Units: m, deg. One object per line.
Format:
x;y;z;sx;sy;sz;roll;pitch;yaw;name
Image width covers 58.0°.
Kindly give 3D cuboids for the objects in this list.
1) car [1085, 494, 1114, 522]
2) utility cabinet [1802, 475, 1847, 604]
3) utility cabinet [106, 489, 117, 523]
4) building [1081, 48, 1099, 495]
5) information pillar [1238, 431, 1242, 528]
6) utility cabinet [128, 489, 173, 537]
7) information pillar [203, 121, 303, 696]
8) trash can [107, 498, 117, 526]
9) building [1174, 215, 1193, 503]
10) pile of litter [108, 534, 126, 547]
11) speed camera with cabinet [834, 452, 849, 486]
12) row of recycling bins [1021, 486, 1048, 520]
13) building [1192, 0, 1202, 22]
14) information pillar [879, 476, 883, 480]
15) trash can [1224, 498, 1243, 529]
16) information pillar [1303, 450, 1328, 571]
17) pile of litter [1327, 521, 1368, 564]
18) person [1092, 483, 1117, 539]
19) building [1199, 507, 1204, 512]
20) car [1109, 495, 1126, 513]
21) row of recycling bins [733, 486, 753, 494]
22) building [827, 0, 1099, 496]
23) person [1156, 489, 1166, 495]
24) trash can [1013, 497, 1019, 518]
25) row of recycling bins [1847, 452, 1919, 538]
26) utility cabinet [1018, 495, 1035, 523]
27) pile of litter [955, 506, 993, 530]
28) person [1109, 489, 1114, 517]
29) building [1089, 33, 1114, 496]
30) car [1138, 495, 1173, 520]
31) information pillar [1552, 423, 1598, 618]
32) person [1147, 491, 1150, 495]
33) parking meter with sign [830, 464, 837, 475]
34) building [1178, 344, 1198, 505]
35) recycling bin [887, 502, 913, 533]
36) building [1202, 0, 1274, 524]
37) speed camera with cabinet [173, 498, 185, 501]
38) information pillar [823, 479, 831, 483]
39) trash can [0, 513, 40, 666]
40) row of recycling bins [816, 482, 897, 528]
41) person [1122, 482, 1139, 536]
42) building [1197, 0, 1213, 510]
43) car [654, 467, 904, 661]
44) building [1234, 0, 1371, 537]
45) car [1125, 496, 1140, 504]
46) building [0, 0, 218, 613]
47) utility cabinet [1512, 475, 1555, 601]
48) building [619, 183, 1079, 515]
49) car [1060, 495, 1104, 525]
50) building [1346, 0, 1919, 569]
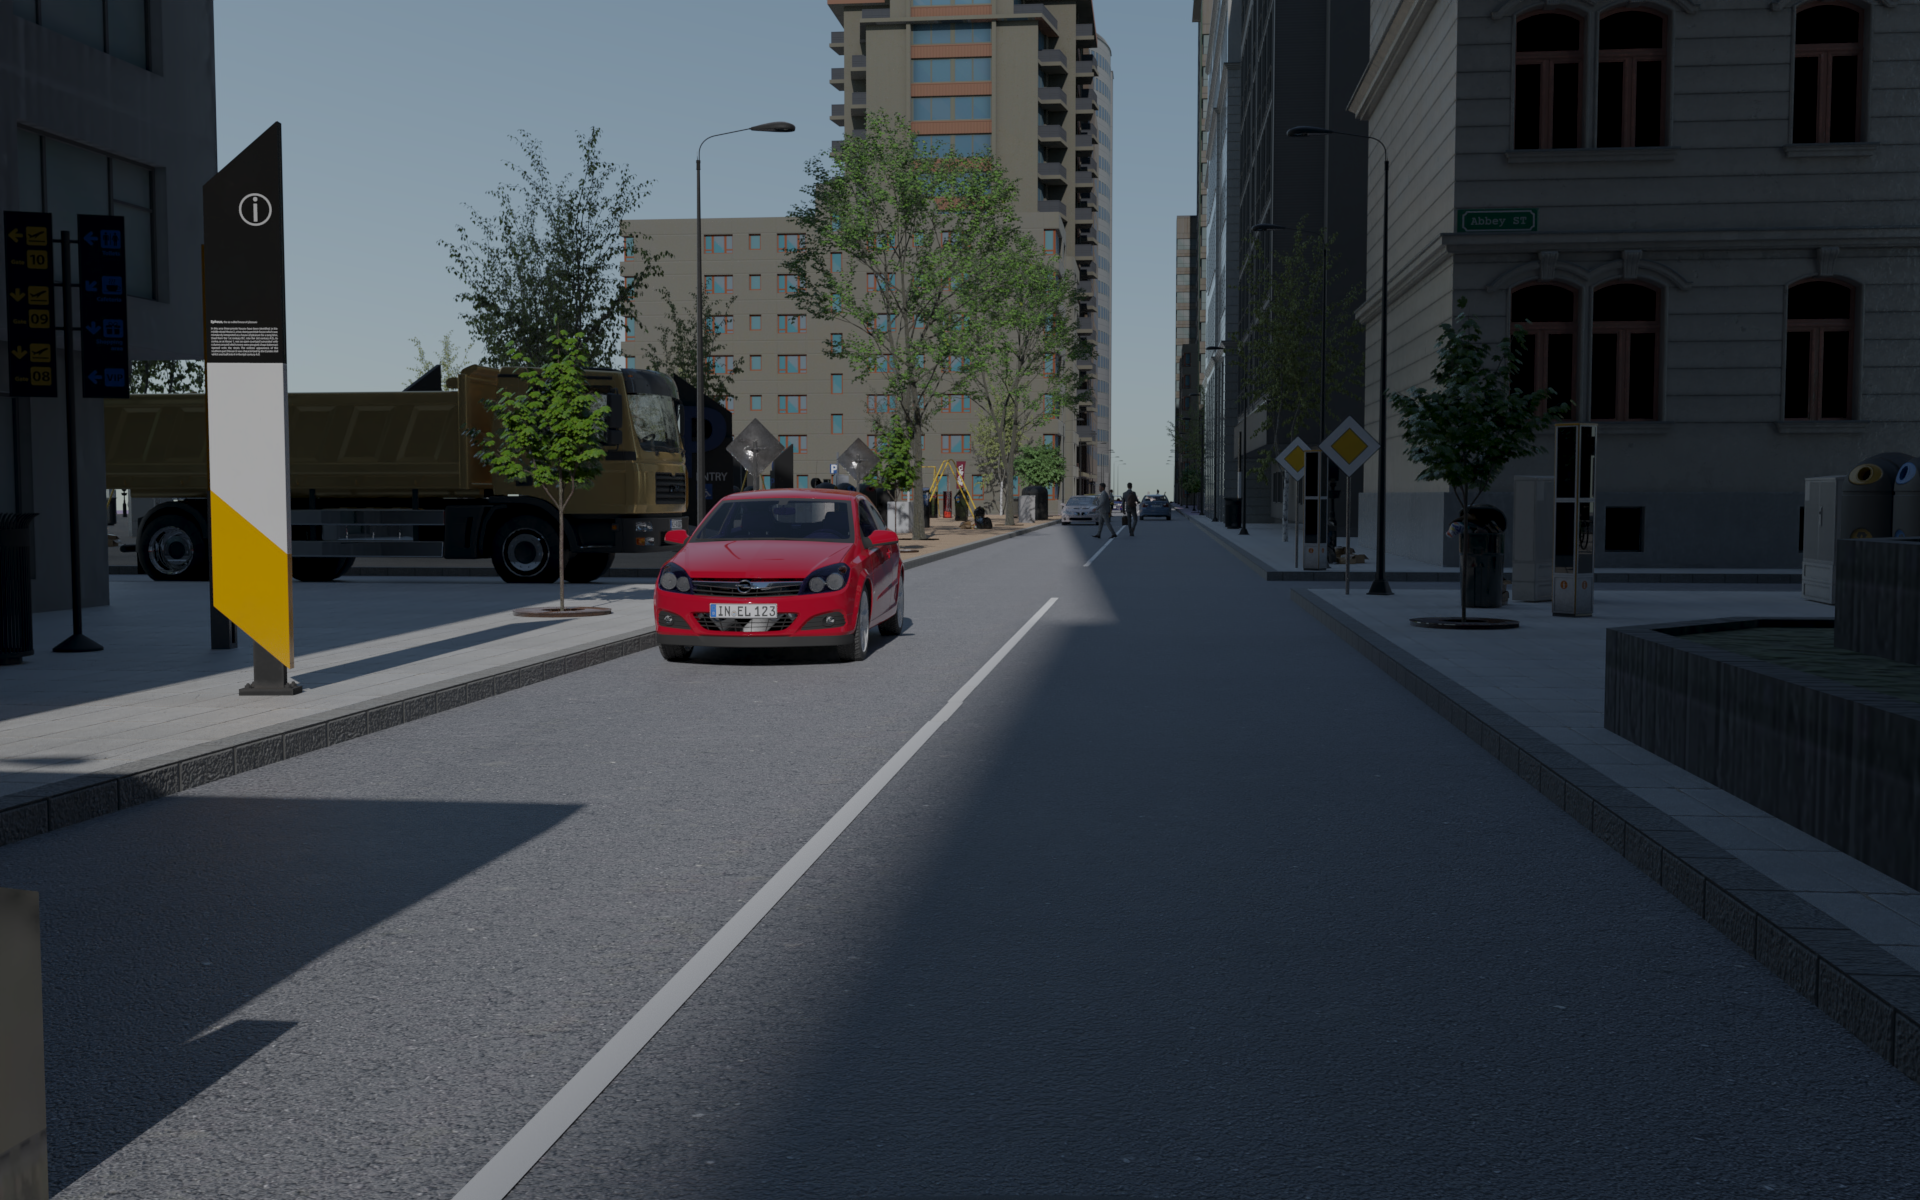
6.996;-4.879;89.994;2.015;1.641;3.980;0;4;5;car
10.238;-0.715;20.371;0.318;1.500;1.173;1;4;10;utility cabinet
-37.358;-4.126;76.140;0.318;1.500;1.173;-3;4;-38;utility cabinet
6.014;-31.906;171.777;14.600;45.320;14.200;0;4;6;building
10.492;-4.505;65.008;0.183;3.616;0.504;0;4;4;information pillar
-24.179;-2.634;51.737;1.173;1.500;0.318;-3;5;-43;utility cabinet
-4.500;-1.201;10.991;0.504;3.616;0.183;0;4;-2;information pillar
-34.661;-3.595;70.435;0.748;1.137;0.748;0;3;0;trash can
38.739;-34.943;254.916;14.154;41.232;14.086;0;4;6;building
-21.082;-1.737;42.361;1.176;0.858;1.719;1;4;20;pile of litter
-5.373;-5.319;81.298;0.660;3.252;2.038;-1;4;-19;speed camera with cabinet
3.709;-4.891;87.088;1.069;1.692;3.534;0;4;-7;row of recycling bins
36.558;-35.163;164.152;28.713;52.752;27.495;0;4;6;building
-2.869;-3.753;65.850;0.304;2.012;0.304;-3;4;-36;information pillar
10.051;-3.182;63.672;0.748;1.137;0.748;0;3;0;trash can
5.966;-1.502;29.053;0.304;2.012;0.304;3;4;39;information pillar
7.073;-1.126;32.369;1.176;0.858;1.719;2;4;32;pile of litter
4.655;-2.875;55.783;0.850;1.792;0.678;1;4;11;person
28.190;-42.078;126.222;20.563;71.187;20.611;0;4;6;building
11.798;-7.374;133.142;1.945;1.354;3.894;0;4;8;car
-11.785;-4.844;86.311;3.534;1.692;1.069;0;4;0;row of recycling bins
0.661;-30.332;150.547;22.147;44.769;28.867;0;4;6;building
12.421;-5.991;107.251;0.742;1.727;0.445;1;4;17;person
2.856;-4.917;92.049;0.748;1.137;0.748;0;3;0;trash can
9.118;-0.533;15.832;1.069;1.692;3.534;0;4;6;row of recycling bins
2.974;-4.043;77.257;0.306;1.237;1.020;-2;4;-27;utility cabinet
0.493;-3.016;63.284;1.719;0.858;1.176;-2;4;-33;pile of litter
9.580;-6.071;108.556;0.721;1.735;1.217;0;4;6;person
8.227;-41.324;217.639;21.231;58.520;28.212;0;4;6;building
10.793;-5.125;95.791;2.014;1.417;4.499;0;4;6;car
6.418;-0.832;18.092;0.304;2.012;0.304;-2;4;-33;information pillar
20.795;-11.071;190.237;0.721;1.736;1.217;2;4;23;person
-6.959;-6.426;101.326;0.543;3.016;1.738;1;4;23;parking meter with sign
40.935;-22.465;212.340;27.650;21.520;28.899;0;4;6;building
-1.947;-2.711;56.874;0.722;1.027;0.722;1;4;14;recycling bin
18.491;-19.036;88.738;11.434;29.767;29.804;0;4;6;building
-29.863;-4.463;67.302;2.038;3.252;0.660;1;4;21;speed camera with cabinet
-6.421;-4.841;83.637;0.304;2.012;0.304;1;4;17;information pillar
-7.336;-0.085;13.046;0.748;1.137;0.748;0;3;0;trash can
-3.785;-3.392;62.565;3.534;1.692;1.069;-3;5;-42;row of recycling bins
5.800;-3.091;58.999;0.622;1.834;0.822;1;4;20;person
26.991;-28.202;144.695;14.154;41.232;14.086;0;4;6;building
-1.591;-0.441;16.247;2.155;1.783;4.494;0;4;5;car
17.588;-16.414;61.871;14.314;27.812;24.014;0;4;6;building
24.294;-14.173;244.090;2.083;1.381;4.827;0;4;8;car
-16.100;-20.345;16.239;14.086;41.232;14.154;0;4;6;building
7.102;-0.744;20.848;1.173;1.500;0.318;-3;5;-43;utility cabinet
-6.080;-16.952;122.208;27.650;21.520;28.899;0;4;6;building
5.769;-4.203;81.088;2.083;1.381;4.827;0;4;7;car
20.204;-15.107;34.394;23.554;28.519;14.401;0;4;6;building
